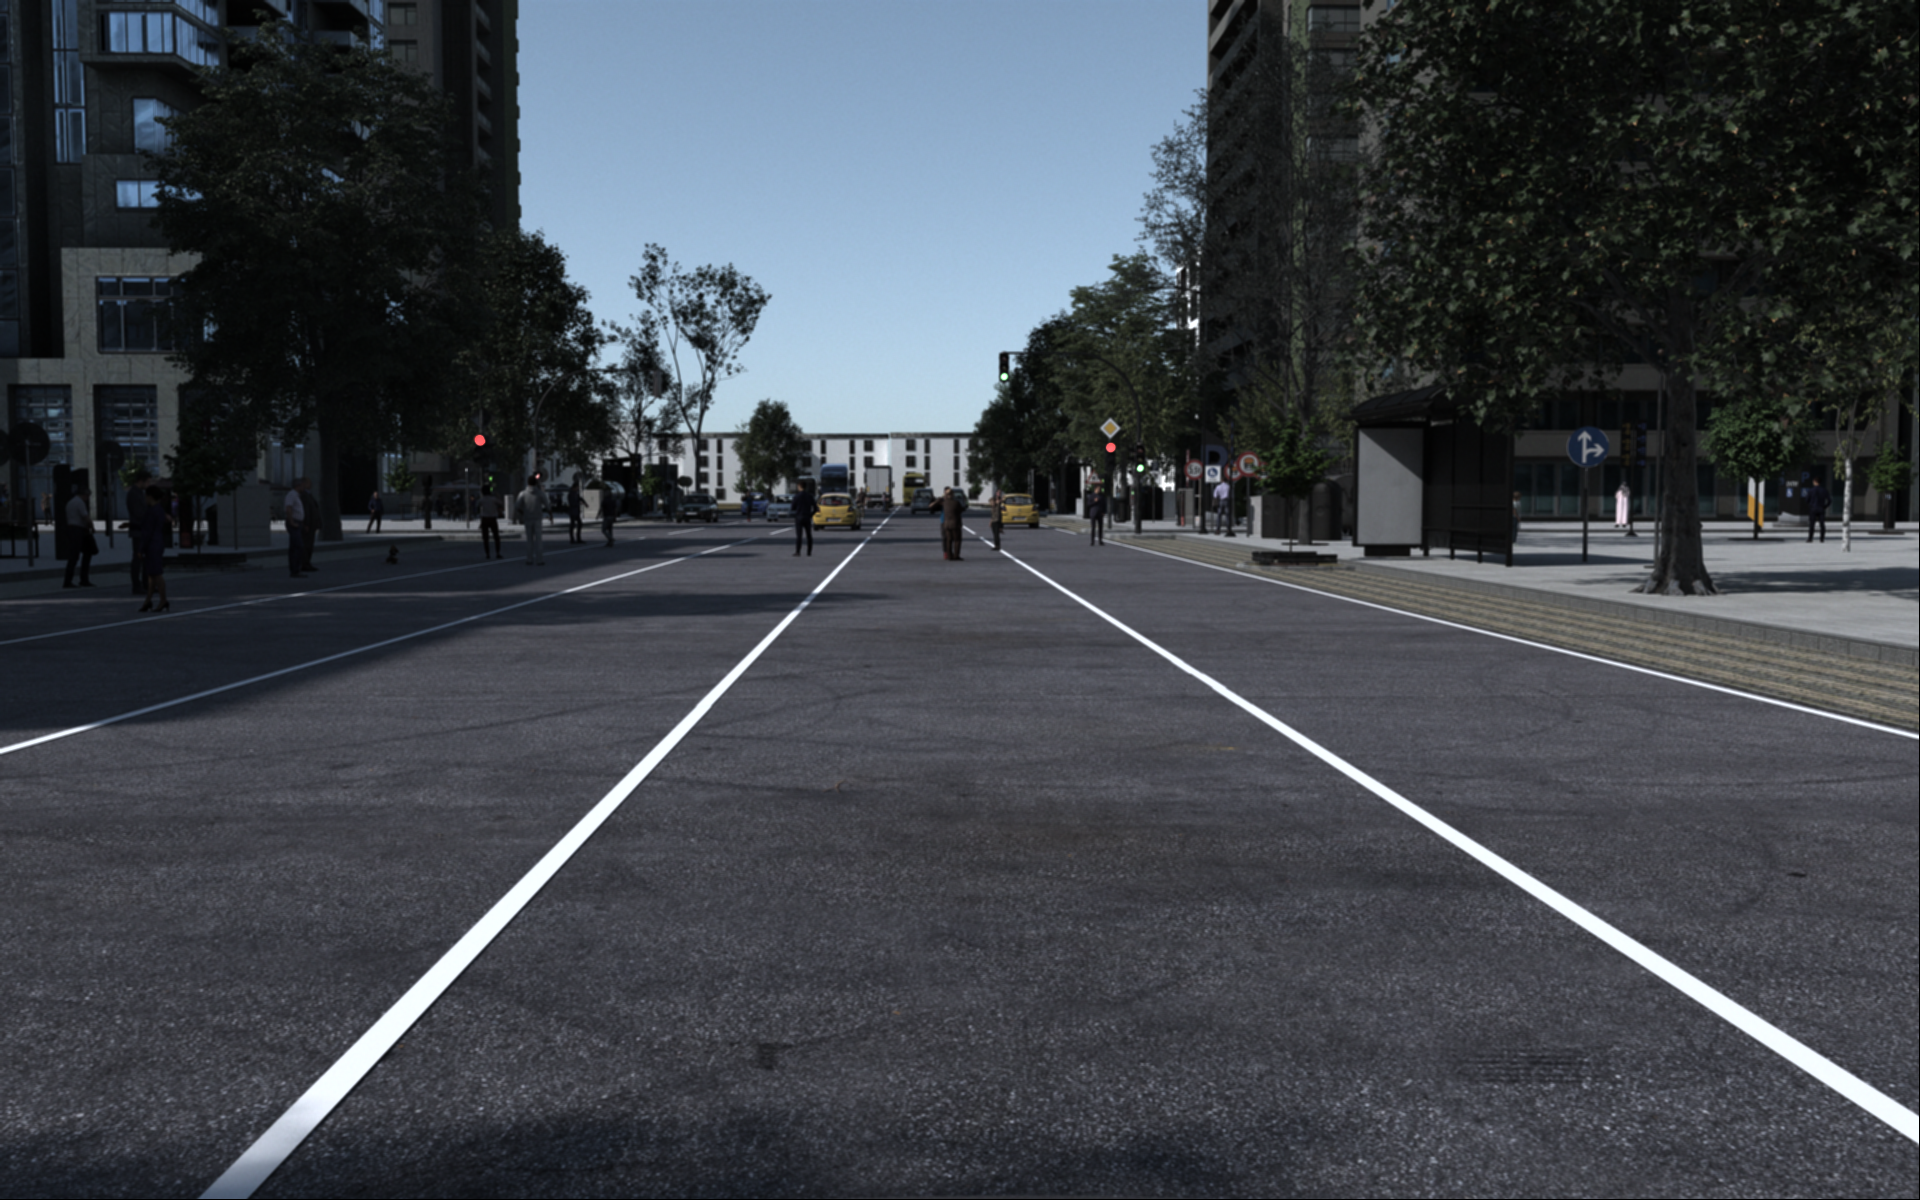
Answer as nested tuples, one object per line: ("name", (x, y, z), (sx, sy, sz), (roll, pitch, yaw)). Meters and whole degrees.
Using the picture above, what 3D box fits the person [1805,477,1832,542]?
("person", (22.733, -2.398, 45.952), (0.576, 1.737, 0.504), (0, 4, 1))

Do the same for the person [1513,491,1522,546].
("person", (13.686, -1.998, 42.626), (0.340, 1.345, 0.435), (0, 4, -7))

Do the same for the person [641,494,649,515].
("person", (-19.602, -6.217, 107.821), (0.598, 1.807, 0.434), (-2, 4, -29))

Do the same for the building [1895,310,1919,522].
("building", (58.625, -47.418, 87.952), (31.000, 86.520, 22.319), (0, 4, -2))

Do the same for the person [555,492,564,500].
("person", (-31.538, -7.920, 136.257), (0.841, 1.734, 0.376), (0, 4, 0))

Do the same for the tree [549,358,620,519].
("tree", (-19.307, -8.433, 88.249), (4.360, 8.622, 3.978), (0, 3, 0))

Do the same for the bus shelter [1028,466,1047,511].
("bus shelter", (6.115, -9.368, 130.806), (2.179, 5.291, 8.768), (0, 4, -1))

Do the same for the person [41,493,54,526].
("person", (-37.170, -3.708, 70.582), (0.435, 1.345, 0.340), (-2, 4, -32))

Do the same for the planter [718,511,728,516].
("planter", (-16.532, -5.790, 115.813), (1.991, 0.319, 1.994), (0, 4, -2))

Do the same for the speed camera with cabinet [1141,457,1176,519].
("speed camera with cabinet", (10.245, -5.871, 90.324), (2.038, 3.252, 0.660), (-1, 4, -22))

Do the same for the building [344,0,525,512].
("building", (-40.845, -27.143, 127.387), (14.154, 41.232, 14.086), (0, 4, -2))

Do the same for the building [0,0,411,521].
("building", (-44.780, -47.873, 95.398), (22.319, 86.520, 31.000), (0, 4, -2))

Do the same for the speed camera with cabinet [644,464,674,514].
("speed camera with cabinet", (-19.729, -7.255, 112.949), (2.038, 3.252, 0.660), (0, 4, -5))

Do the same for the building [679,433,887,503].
("building", (-23.966, -18.286, 241.117), (28.070, 9.664, 9.099), (0, 4, -2))

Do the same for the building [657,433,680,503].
("building", (-52.170, -18.182, 239.427), (28.070, 9.664, 9.099), (0, 4, -2))

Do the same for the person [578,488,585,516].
("person", (-22.381, -5.875, 102.922), (0.655, 1.722, 0.431), (0, 4, 7))

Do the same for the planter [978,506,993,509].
("planter", (2.688, -8.836, 165.601), (1.991, 0.319, 1.994), (0, 4, -2))

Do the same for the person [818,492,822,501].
("person", (-9.138, -6.288, 113.366), (0.319, 1.574, 0.516), (-1, 4, -14))

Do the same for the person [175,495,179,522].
("person", (-36.372, -4.333, 80.117), (0.776, 1.435, 0.726), (1, 4, 10))

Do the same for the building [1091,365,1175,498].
("building", (34.006, -23.188, 245.577), (31.486, 18.905, 16.747), (0, 4, -2))

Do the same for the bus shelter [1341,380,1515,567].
("bus shelter", (8.891, -2.381, 32.849), (2.014, 3.302, 5.546), (0, 4, -2))

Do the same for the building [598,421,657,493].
("building", (-49.306, -15.495, 195.488), (28.070, 9.664, 9.099), (0, 4, -2))

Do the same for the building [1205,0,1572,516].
("building", (30.551, -30.835, 127.858), (21.300, 48.544, 21.600), (0, 4, -2))

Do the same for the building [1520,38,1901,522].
("building", (31.799, -28.381, 87.737), (21.600, 48.544, 21.300), (0, 4, -2))

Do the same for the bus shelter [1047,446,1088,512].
("bus shelter", (7.741, -8.798, 121.474), (2.179, 5.291, 8.768), (0, 4, -1))

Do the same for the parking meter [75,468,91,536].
("parking meter", (-19.929, -2.048, 39.197), (0.399, 1.863, 0.255), (1, 4, 21))

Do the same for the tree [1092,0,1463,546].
("tree", (8.543, -8.125, 43.214), (12.009, 13.543, 11.850), (0, 3, 0))

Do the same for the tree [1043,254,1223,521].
("tree", (7.772, -10.007, 81.735), (7.486, 12.596, 7.792), (0, 3, 0))

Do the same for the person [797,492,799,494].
("person", (-12.217, -7.364, 130.856), (0.963, 1.587, 0.435), (1, 4, 13))

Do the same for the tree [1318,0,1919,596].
("tree", (9.175, -6.422, 22.013), (9.611, 12.733, 9.660), (0, 3, 0))

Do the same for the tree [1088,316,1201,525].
("tree", (7.488, -7.460, 72.330), (4.737, 8.622, 4.395), (0, 3, 0))

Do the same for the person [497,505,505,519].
("person", (-23.862, -4.637, 90.142), (0.859, 0.850, 0.655), (-2, 4, -28))

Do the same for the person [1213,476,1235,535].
("person", (8.291, -2.961, 54.317), (0.709, 1.838, 0.599), (1, 4, 14))

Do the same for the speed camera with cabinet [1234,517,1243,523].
("speed camera with cabinet", (11.562, -4.931, 74.958), (0.660, 3.252, 2.038), (3, 4, 36))

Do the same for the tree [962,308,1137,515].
("tree", (6.433, -11.629, 107.145), (9.611, 12.733, 9.660), (0, 3, 0))

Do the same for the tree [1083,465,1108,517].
("tree", (7.948, -6.231, 96.470), (1.663, 3.219, 1.824), (0, 3, 0))

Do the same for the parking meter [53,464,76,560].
("parking meter", (-17.465, -1.713, 33.718), (0.255, 1.863, 0.399), (-3, 4, -38))

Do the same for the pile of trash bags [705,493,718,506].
("pile of trash bags", (-20.073, -7.783, 137.006), (1.912, 1.369, 3.447), (-1, 4, -8))

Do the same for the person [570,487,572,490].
("person", (-23.473, -6.013, 105.080), (0.376, 1.734, 0.841), (3, 4, 36))

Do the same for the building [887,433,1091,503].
("building", (4.348, -18.286, 241.125), (28.070, 9.664, 9.099), (0, 4, -2))

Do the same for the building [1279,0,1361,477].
("building", (27.559, -26.091, 110.182), (14.154, 41.232, 14.086), (0, 4, -2))

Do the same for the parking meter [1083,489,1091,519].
("parking meter", (6.532, -4.926, 88.955), (0.372, 1.533, 0.369), (0, 3, 0))

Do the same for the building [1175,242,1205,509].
("building", (33.022, -19.135, 156.828), (27.936, 21.610, 32.646), (0, 4, -2))

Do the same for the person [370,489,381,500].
("person", (-31.126, -5.136, 92.225), (0.614, 1.554, 0.590), (-3, 5, -43))

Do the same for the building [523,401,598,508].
("building", (-39.229, -12.837, 152.028), (9.099, 9.664, 28.070), (0, 4, -2))

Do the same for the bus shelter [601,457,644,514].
("bus shelter", (-21.808, -7.392, 112.148), (1.731, 3.624, 6.357), (0, 4, -2))

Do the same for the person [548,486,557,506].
("person", (-29.856, -7.421, 127.246), (0.709, 1.838, 0.599), (2, 4, 28))

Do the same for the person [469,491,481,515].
("person", (-29.806, -6.122, 106.287), (0.875, 1.805, 0.789), (1, 4, 17))

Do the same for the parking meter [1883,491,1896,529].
("parking meter", (34.242, -3.387, 63.791), (0.372, 1.533, 0.369), (0, 3, 0))

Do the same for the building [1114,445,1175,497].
("building", (22.670, -14.989, 187.221), (9.099, 9.664, 28.070), (0, 4, -2))

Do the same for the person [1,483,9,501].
("person", (-36.016, -3.562, 65.213), (0.436, 1.711, 0.756), (1, 4, 17))
